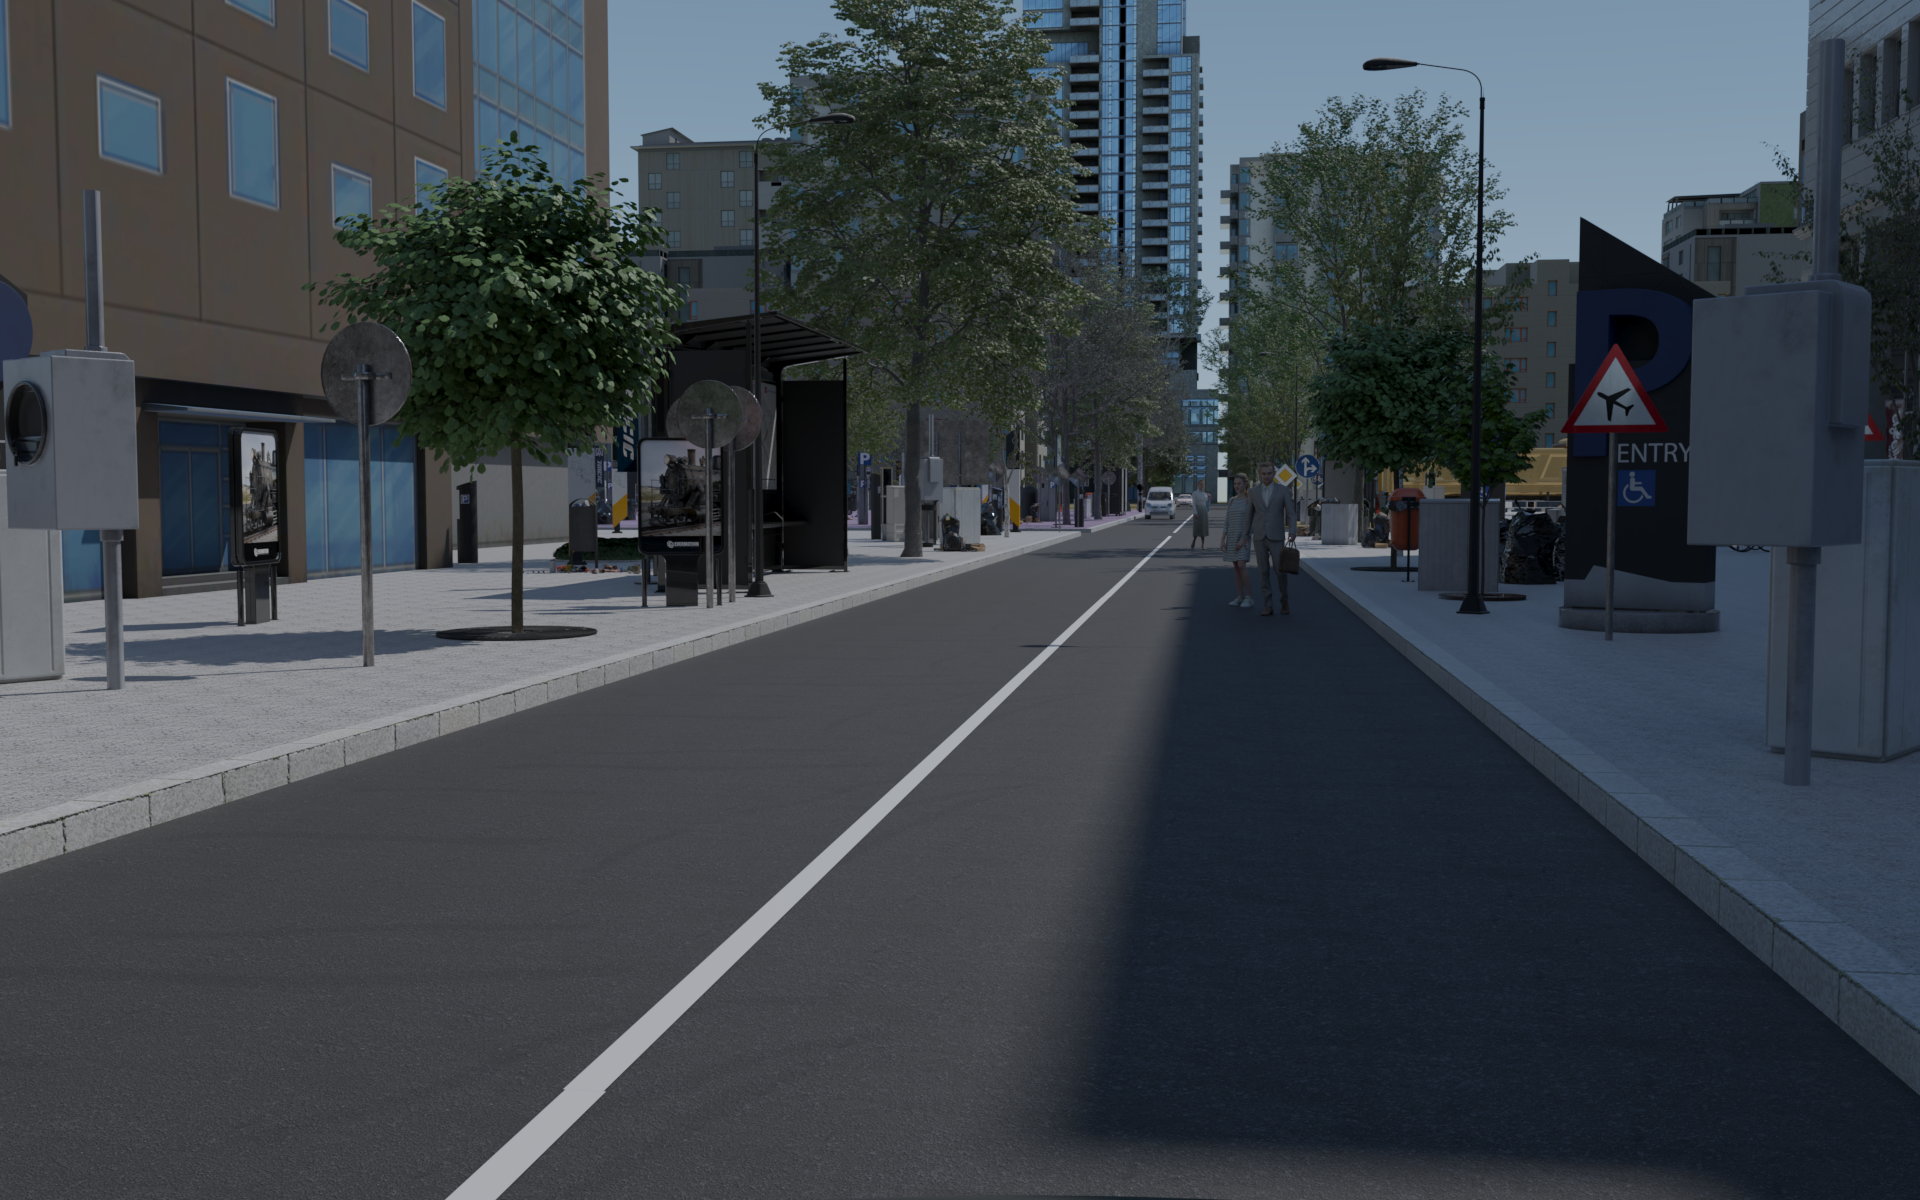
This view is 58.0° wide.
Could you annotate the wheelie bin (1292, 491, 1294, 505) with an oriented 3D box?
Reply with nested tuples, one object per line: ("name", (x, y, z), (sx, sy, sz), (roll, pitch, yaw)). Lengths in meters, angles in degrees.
("wheelie bin", (13.610, -3.973, 72.860), (0.980, 1.594, 0.693), (3, 5, 45))

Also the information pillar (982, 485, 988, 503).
("information pillar", (1.377, -6.441, 96.671), (0.183, 3.616, 0.504), (3, 4, 39))

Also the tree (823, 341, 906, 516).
("tree", (-5.503, -7.994, 81.072), (4.737, 8.622, 4.395), (0, 3, 0))

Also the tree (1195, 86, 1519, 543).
("tree", (10.458, -7.305, 45.190), (9.928, 11.665, 9.643), (0, 3, 0))

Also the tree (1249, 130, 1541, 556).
("tree", (9.230, -5.198, 35.342), (4.737, 8.622, 4.395), (0, 3, 0))

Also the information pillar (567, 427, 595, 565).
("information pillar", (-6.848, -2.440, 31.251), (0.504, 3.616, 0.183), (0, 4, -6))

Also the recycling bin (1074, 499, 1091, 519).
("recycling bin", (6.402, -4.781, 90.725), (0.722, 1.027, 0.722), (1, 4, 22))

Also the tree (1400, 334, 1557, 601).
("tree", (6.435, -1.613, 20.969), (1.663, 3.219, 1.824), (0, 3, 0))

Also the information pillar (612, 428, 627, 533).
("information pillar", (-11.134, -3.988, 56.564), (0.504, 3.616, 0.183), (-1, 4, -14))

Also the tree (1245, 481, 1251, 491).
("tree", (28.984, -10.997, 174.407), (1.663, 3.219, 1.824), (0, 3, 0))

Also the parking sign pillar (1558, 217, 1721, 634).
("parking sign pillar", (6.502, -1.714, 16.494), (1.447, 3.967, 1.447), (2, 4, 35))

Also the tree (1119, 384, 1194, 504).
("tree", (17.879, -15.179, 165.184), (9.611, 12.733, 9.660), (0, 3, 0))

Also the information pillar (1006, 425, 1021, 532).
("information pillar", (1.787, -4.076, 57.992), (0.504, 3.616, 0.183), (1, 4, 18))

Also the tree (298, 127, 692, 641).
("tree", (-4.111, -1.952, 15.626), (4.285, 4.588, 4.351), (0, 3, 0))

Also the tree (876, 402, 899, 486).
("tree", (-4.234, -10.644, 124.397), (4.360, 8.622, 3.978), (0, 3, 0))

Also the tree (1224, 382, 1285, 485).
("tree", (18.619, -9.609, 107.467), (4.360, 8.622, 3.978), (0, 3, 0))

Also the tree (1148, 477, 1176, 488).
("tree", (23.477, -13.416, 203.063), (4.285, 4.588, 4.351), (0, 3, 0))

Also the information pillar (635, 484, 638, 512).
("information pillar", (-23.543, -7.463, 126.519), (0.304, 2.012, 0.304), (-1, 4, -9))

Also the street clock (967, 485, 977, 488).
("street clock", (0.601, -5.045, 87.060), (0.471, 2.002, 0.358), (3, 4, 37))

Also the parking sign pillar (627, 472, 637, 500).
("parking sign pillar", (-25.401, -8.970, 135.123), (1.447, 3.967, 1.447), (0, 4, 8))

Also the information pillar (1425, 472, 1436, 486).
("information pillar", (15.496, -3.216, 57.079), (0.304, 2.012, 0.304), (0, 4, -2))

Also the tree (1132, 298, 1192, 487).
("tree", (6.728, -10.274, 86.104), (7.486, 12.596, 7.792), (0, 3, 0))

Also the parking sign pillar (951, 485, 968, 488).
("parking sign pillar", (0.008, -8.066, 120.345), (1.447, 3.967, 1.447), (2, 4, 29))

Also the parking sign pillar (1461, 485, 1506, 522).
("parking sign pillar", (15.910, -3.924, 52.623), (1.447, 3.967, 1.447), (1, 4, 20))

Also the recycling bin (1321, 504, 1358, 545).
("recycling bin", (9.659, -1.927, 44.056), (0.722, 1.027, 0.722), (2, 4, 34))

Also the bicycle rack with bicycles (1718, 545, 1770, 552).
("bicycle rack with bicycles", (18.015, -1.543, 38.606), (2.852, 0.926, 2.925), (-3, 5, -44))

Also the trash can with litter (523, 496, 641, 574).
("trash can with litter", (-5.872, -1.049, 28.212), (2.233, 1.210, 1.678), (2, 4, 23))

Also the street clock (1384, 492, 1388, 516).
("street clock", (24.870, -5.894, 100.944), (0.358, 2.002, 0.471), (0, 4, -2))

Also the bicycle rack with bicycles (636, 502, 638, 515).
("bicycle rack with bicycles", (-17.597, -5.291, 99.893), (2.925, 0.926, 2.852), (3, 5, 45))

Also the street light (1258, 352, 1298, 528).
("street light", (10.462, -5.151, 56.753), (1.470, 5.913, 1.316), (1, 4, 8))

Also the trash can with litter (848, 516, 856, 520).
("trash can with litter", (-6.159, -4.591, 86.119), (2.233, 1.210, 1.678), (1, 4, 16))

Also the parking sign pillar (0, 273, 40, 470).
("parking sign pillar", (-8.754, -1.636, 15.229), (1.447, 3.967, 1.447), (2, 4, 31))

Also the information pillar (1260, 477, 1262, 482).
("information pillar", (21.399, -7.993, 122.046), (0.504, 3.616, 0.183), (0, 4, -3))

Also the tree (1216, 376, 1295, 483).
("tree", (28.393, -15.165, 166.068), (7.486, 12.596, 7.792), (0, 3, 0))

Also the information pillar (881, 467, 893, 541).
("information pillar", (-2.012, -2.637, 47.600), (0.304, 2.012, 0.304), (-1, 4, -9))

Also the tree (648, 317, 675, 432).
("tree", (-11.480, -7.414, 71.583), (4.360, 8.622, 3.978), (0, 3, 0))

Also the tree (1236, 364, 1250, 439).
("tree", (14.551, -7.738, 76.872), (4.737, 8.622, 4.395), (0, 3, 0))

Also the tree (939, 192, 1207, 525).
("tree", (4.295, -9.856, 71.511), (12.009, 13.543, 11.850), (0, 3, 0))

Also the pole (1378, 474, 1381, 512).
("pole", (25.888, -6.912, 106.856), (0.158, 3.312, 0.155), (0, 3, 0))

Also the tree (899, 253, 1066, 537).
("tree", (1.245, -6.142, 50.789), (4.360, 8.622, 3.978), (0, 3, 0))

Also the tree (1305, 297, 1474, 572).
("tree", (7.296, -2.771, 29.012), (4.285, 4.588, 4.351), (0, 3, 0))

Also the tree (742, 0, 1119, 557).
("tree", (-0.553, -7.153, 35.084), (7.486, 12.596, 7.792), (0, 3, 0))

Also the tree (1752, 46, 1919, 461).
("tree", (15.082, -4.723, 27.585), (4.360, 8.622, 3.978), (0, 3, 0))

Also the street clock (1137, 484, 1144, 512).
("street clock", (12.672, -7.164, 121.703), (0.358, 2.002, 0.471), (-3, 4, -38))

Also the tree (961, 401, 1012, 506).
("tree", (2.022, -10.893, 128.459), (4.737, 8.622, 4.395), (0, 3, 0))

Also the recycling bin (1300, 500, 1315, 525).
("recycling bin", (14.765, -3.690, 72.883), (0.722, 1.027, 0.722), (0, 4, -5))

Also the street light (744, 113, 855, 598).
("street light", (-1.973, -2.986, 21.361), (1.470, 5.913, 1.316), (1, 4, 8))

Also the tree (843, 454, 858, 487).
("tree", (-9.604, -11.581, 139.716), (4.360, 8.622, 3.978), (0, 3, 0))

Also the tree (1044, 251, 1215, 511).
("tree", (12.854, -16.994, 133.740), (12.611, 20.169, 13.585), (0, 3, 0))

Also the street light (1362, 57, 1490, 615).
("street light", (4.983, -2.813, 18.532), (1.470, 5.913, 1.316), (1, 4, 8))
